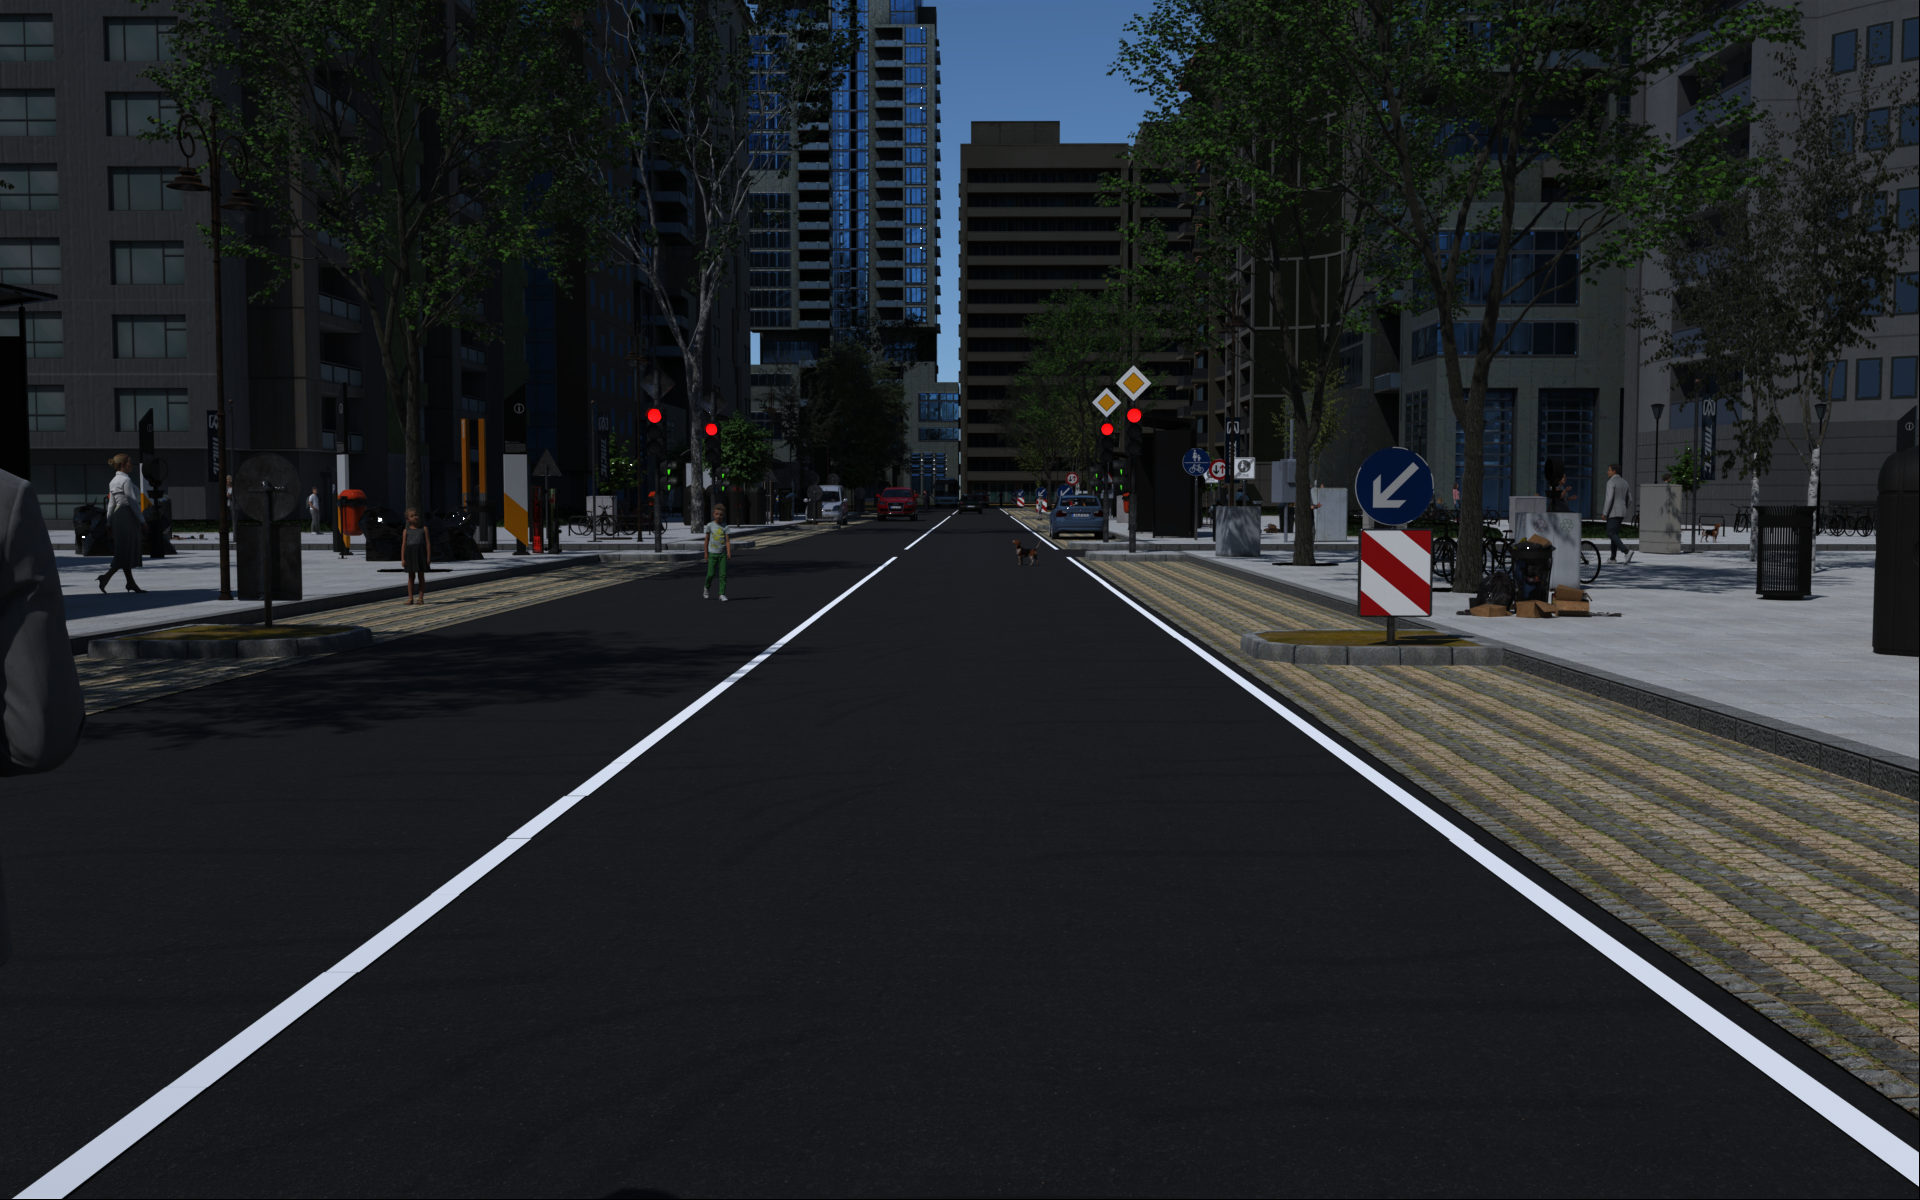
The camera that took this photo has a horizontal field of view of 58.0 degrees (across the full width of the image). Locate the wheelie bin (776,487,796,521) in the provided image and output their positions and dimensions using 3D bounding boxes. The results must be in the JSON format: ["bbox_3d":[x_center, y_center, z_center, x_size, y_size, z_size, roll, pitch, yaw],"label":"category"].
[{"bbox_3d":[-8.228,-4.527,81.924,0.980,1.594,0.693,0,4,0],"label":"wheelie bin"}]

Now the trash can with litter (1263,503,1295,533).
[{"bbox_3d":[10.545,-2.783,56.889,1.055,1.170,0.624,-1,4,-19],"label":"trash can with litter"}]

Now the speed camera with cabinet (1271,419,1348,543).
[{"bbox_3d":[9.343,-3.176,46.257,2.038,3.252,0.660,-1,4,-21],"label":"speed camera with cabinet"}]

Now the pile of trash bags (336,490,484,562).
[{"bbox_3d":[-10.960,-1.473,33.838,3.447,1.369,1.912,2,4,32],"label":"pile of trash bags"}]

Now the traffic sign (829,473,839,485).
[{"bbox_3d":[-7.788,-6.494,106.291,0.768,2.556,0.104,0,4,2],"label":"traffic sign"}]

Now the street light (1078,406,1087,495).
[{"bbox_3d":[6.417,-7.214,90.734,0.468,5.910,1.993,0,4,1],"label":"street light"}]

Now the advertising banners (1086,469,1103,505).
[{"bbox_3d":[9.407,-7.564,119.863,2.074,3.025,0.090,-3,5,-42],"label":"advertising banners"}]

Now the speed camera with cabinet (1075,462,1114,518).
[{"bbox_3d":[7.201,-6.012,92.631,2.038,3.252,0.660,1,4,11],"label":"speed camera with cabinet"}]

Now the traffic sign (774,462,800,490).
[{"bbox_3d":[-11.185,-7.033,108.860,2.265,3.308,0.079,0,4,4],"label":"traffic sign"}]

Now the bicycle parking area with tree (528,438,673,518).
[{"bbox_3d":[-19.226,-6.414,91.874,9.016,4.147,8.231,1,4,17],"label":"bicycle parking area with tree"}]

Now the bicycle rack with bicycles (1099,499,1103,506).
[{"bbox_3d":[9.666,-6.342,117.067,2.852,0.926,2.925,-1,4,-16],"label":"bicycle rack with bicycles"}]

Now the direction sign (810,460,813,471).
[{"bbox_3d":[-9.395,-7.171,109.236,0.379,3.537,0.876,1,4,23],"label":"direction sign"}]

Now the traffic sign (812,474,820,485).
[{"bbox_3d":[-8.653,-6.235,102.049,0.768,2.556,0.104,0,4,3],"label":"traffic sign"}]

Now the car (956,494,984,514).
[{"bbox_3d":[0.732,-7.035,124.816,2.009,1.686,4.222,0,4,-1],"label":"car"}]

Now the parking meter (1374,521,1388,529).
[{"bbox_3d":[8.759,-1.837,35.753,0.399,1.863,0.255,-1,4,-21],"label":"parking meter"}]

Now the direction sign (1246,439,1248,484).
[{"bbox_3d":[11.086,-4.590,67.040,0.379,3.537,0.876,1,4,10],"label":"direction sign"}]

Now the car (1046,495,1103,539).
[{"bbox_3d":[3.779,-2.675,55.743,2.014,1.417,4.499,0,4,1],"label":"car"}]

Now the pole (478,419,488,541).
[{"bbox_3d":[-12.934,-3.249,46.958,0.158,3.312,0.155,0,3,0],"label":"pole"}]

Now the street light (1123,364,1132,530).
[{"bbox_3d":[6.058,-5.428,61.540,0.468,5.910,1.993,0,4,1],"label":"street light"}]

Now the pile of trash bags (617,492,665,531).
[{"bbox_3d":[-11.253,-3.129,60.918,1.912,1.369,3.447,1,4,11],"label":"pile of trash bags"}]

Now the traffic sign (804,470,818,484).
[{"bbox_3d":[-8.009,-5.673,92.861,0.768,2.556,0.104,1,4,9],"label":"traffic sign"}]

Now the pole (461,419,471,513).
[{"bbox_3d":[-13.383,-3.248,46.943,0.158,3.312,0.155,0,3,0],"label":"pole"}]

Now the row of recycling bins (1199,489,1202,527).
[{"bbox_3d":[8.906,-3.727,68.048,1.069,1.692,3.534,0,4,0],"label":"row of recycling bins"}]

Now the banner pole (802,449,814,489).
[{"bbox_3d":[-8.431,-6.532,96.809,0.863,3.779,0.401,-1,4,-15],"label":"banner pole"}]

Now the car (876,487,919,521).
[{"bbox_3d":[-3.324,-5.138,92.686,2.281,1.827,5.304,0,4,0],"label":"car"}]

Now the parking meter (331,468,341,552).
[{"bbox_3d":[-13.687,-1.990,38.248,0.255,1.863,0.399,-3,4,-36],"label":"parking meter"}]

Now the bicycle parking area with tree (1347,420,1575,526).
[{"bbox_3d":[19.589,-5.070,69.898,9.016,4.147,8.231,0,4,2],"label":"bicycle parking area with tree"}]

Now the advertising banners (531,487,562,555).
[{"bbox_3d":[-9.107,-2.517,37.337,0.090,3.025,2.074,-3,5,-39],"label":"advertising banners"}]

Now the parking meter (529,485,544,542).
[{"bbox_3d":[-11.284,-2.306,46.106,0.372,1.533,0.369,0,3,0],"label":"parking meter"}]

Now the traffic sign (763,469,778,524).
[{"bbox_3d":[-8.182,-4.503,73.633,0.884,2.594,0.081,0,4,7],"label":"traffic sign"}]

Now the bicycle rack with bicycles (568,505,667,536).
[{"bbox_3d":[-10.920,-2.466,53.707,2.925,0.926,2.852,1,4,23],"label":"bicycle rack with bicycles"}]

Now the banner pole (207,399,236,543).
[{"bbox_3d":[-19.404,-3.403,45.654,0.863,3.779,0.401,-3,5,-41],"label":"banner pole"}]

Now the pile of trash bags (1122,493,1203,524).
[{"bbox_3d":[8.703,-3.977,74.779,3.447,1.369,1.912,0,4,-4],"label":"pile of trash bags"}]

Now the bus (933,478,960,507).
[{"bbox_3d":[-1.545,-12.057,191.996,2.948,3.499,13.247,0,4,-1],"label":"bus"}]

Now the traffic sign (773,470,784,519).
[{"bbox_3d":[-9.581,-5.530,90.524,0.768,2.556,0.104,0,4,8],"label":"traffic sign"}]

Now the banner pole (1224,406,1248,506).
[{"bbox_3d":[7.949,-3.642,49.562,0.863,3.779,0.401,2,4,32],"label":"banner pole"}]

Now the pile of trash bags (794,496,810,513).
[{"bbox_3d":[-10.395,-6.643,118.368,1.912,1.369,3.447,1,4,18],"label":"pile of trash bags"}]

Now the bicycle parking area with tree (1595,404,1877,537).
[{"bbox_3d":[24.747,-4.161,55.030,8.231,4.147,9.016,1,4,14],"label":"bicycle parking area with tree"}]

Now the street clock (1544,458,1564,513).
[{"bbox_3d":[11.880,-1.841,34.670,0.358,2.002,0.471,0,4,-3],"label":"street clock"}]

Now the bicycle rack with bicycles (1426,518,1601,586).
[{"bbox_3d":[7.600,-0.742,25.512,2.852,0.926,2.925,-1,4,-14],"label":"bicycle rack with bicycles"}]

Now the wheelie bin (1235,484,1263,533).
[{"bbox_3d":[8.950,-2.810,53.849,0.693,1.594,0.980,3,5,42],"label":"wheelie bin"}]

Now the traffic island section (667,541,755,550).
[{"bbox_3d":[-6.554,-1.452,46.019,2.009,0.180,2.903,0,4,1],"label":"traffic island section"}]

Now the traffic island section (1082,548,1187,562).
[{"bbox_3d":[3.795,-0.956,37.911,2.009,0.180,2.903,0,4,1],"label":"traffic island section"}]

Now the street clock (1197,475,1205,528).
[{"bbox_3d":[8.906,-3.679,64.717,0.471,2.002,0.358,2,4,24],"label":"street clock"}]

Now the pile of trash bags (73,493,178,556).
[{"bbox_3d":[-18.045,-1.684,37.291,1.912,1.369,3.447,-2,4,-30],"label":"pile of trash bags"}]

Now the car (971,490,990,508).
[{"bbox_3d":[2.033,-10.582,181.694,2.281,1.827,5.304,0,4,2],"label":"car"}]

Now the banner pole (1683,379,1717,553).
[{"bbox_3d":[16.242,-2.927,37.872,0.863,3.779,0.401,-2,4,-26],"label":"banner pole"}]

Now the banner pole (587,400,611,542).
[{"bbox_3d":[-9.674,-3.456,46.530,0.401,3.779,0.863,2,4,31],"label":"banner pole"}]

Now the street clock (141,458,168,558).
[{"bbox_3d":[-16.103,-1.842,34.688,0.358,2.002,0.471,1,4,20],"label":"street clock"}]

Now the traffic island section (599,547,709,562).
[{"bbox_3d":[-6.645,-0.964,38.034,2.009,0.180,2.903,0,4,1],"label":"traffic island section"}]

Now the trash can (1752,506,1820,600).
[{"bbox_3d":[10.027,-0.575,21.060,0.748,1.137,0.748,0,3,0],"label":"trash can"}]

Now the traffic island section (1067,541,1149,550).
[{"bbox_3d":[3.886,-1.444,45.895,2.009,0.180,2.903,0,4,1],"label":"traffic island section"}]

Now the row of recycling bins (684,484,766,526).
[{"bbox_3d":[-9.714,-3.939,71.516,3.534,1.692,1.069,-2,4,-32],"label":"row of recycling bins"}]

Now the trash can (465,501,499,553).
[{"bbox_3d":[-10.475,-1.610,37.982,0.748,1.137,0.748,0,3,0],"label":"trash can"}]

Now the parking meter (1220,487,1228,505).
[{"bbox_3d":[9.933,-3.487,65.425,0.372,1.533,0.369,0,3,0],"label":"parking meter"}]

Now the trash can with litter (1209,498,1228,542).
[{"bbox_3d":[7.231,-2.143,46.420,1.055,1.170,0.624,0,4,-7],"label":"trash can with litter"}]

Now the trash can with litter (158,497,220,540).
[{"bbox_3d":[-22.071,-2.304,48.736,2.233,1.210,1.678,-1,4,-12],"label":"trash can with litter"}]

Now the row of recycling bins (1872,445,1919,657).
[{"bbox_3d":[8.902,-0.461,14.653,3.534,1.692,1.069,-3,4,-37],"label":"row of recycling bins"}]
